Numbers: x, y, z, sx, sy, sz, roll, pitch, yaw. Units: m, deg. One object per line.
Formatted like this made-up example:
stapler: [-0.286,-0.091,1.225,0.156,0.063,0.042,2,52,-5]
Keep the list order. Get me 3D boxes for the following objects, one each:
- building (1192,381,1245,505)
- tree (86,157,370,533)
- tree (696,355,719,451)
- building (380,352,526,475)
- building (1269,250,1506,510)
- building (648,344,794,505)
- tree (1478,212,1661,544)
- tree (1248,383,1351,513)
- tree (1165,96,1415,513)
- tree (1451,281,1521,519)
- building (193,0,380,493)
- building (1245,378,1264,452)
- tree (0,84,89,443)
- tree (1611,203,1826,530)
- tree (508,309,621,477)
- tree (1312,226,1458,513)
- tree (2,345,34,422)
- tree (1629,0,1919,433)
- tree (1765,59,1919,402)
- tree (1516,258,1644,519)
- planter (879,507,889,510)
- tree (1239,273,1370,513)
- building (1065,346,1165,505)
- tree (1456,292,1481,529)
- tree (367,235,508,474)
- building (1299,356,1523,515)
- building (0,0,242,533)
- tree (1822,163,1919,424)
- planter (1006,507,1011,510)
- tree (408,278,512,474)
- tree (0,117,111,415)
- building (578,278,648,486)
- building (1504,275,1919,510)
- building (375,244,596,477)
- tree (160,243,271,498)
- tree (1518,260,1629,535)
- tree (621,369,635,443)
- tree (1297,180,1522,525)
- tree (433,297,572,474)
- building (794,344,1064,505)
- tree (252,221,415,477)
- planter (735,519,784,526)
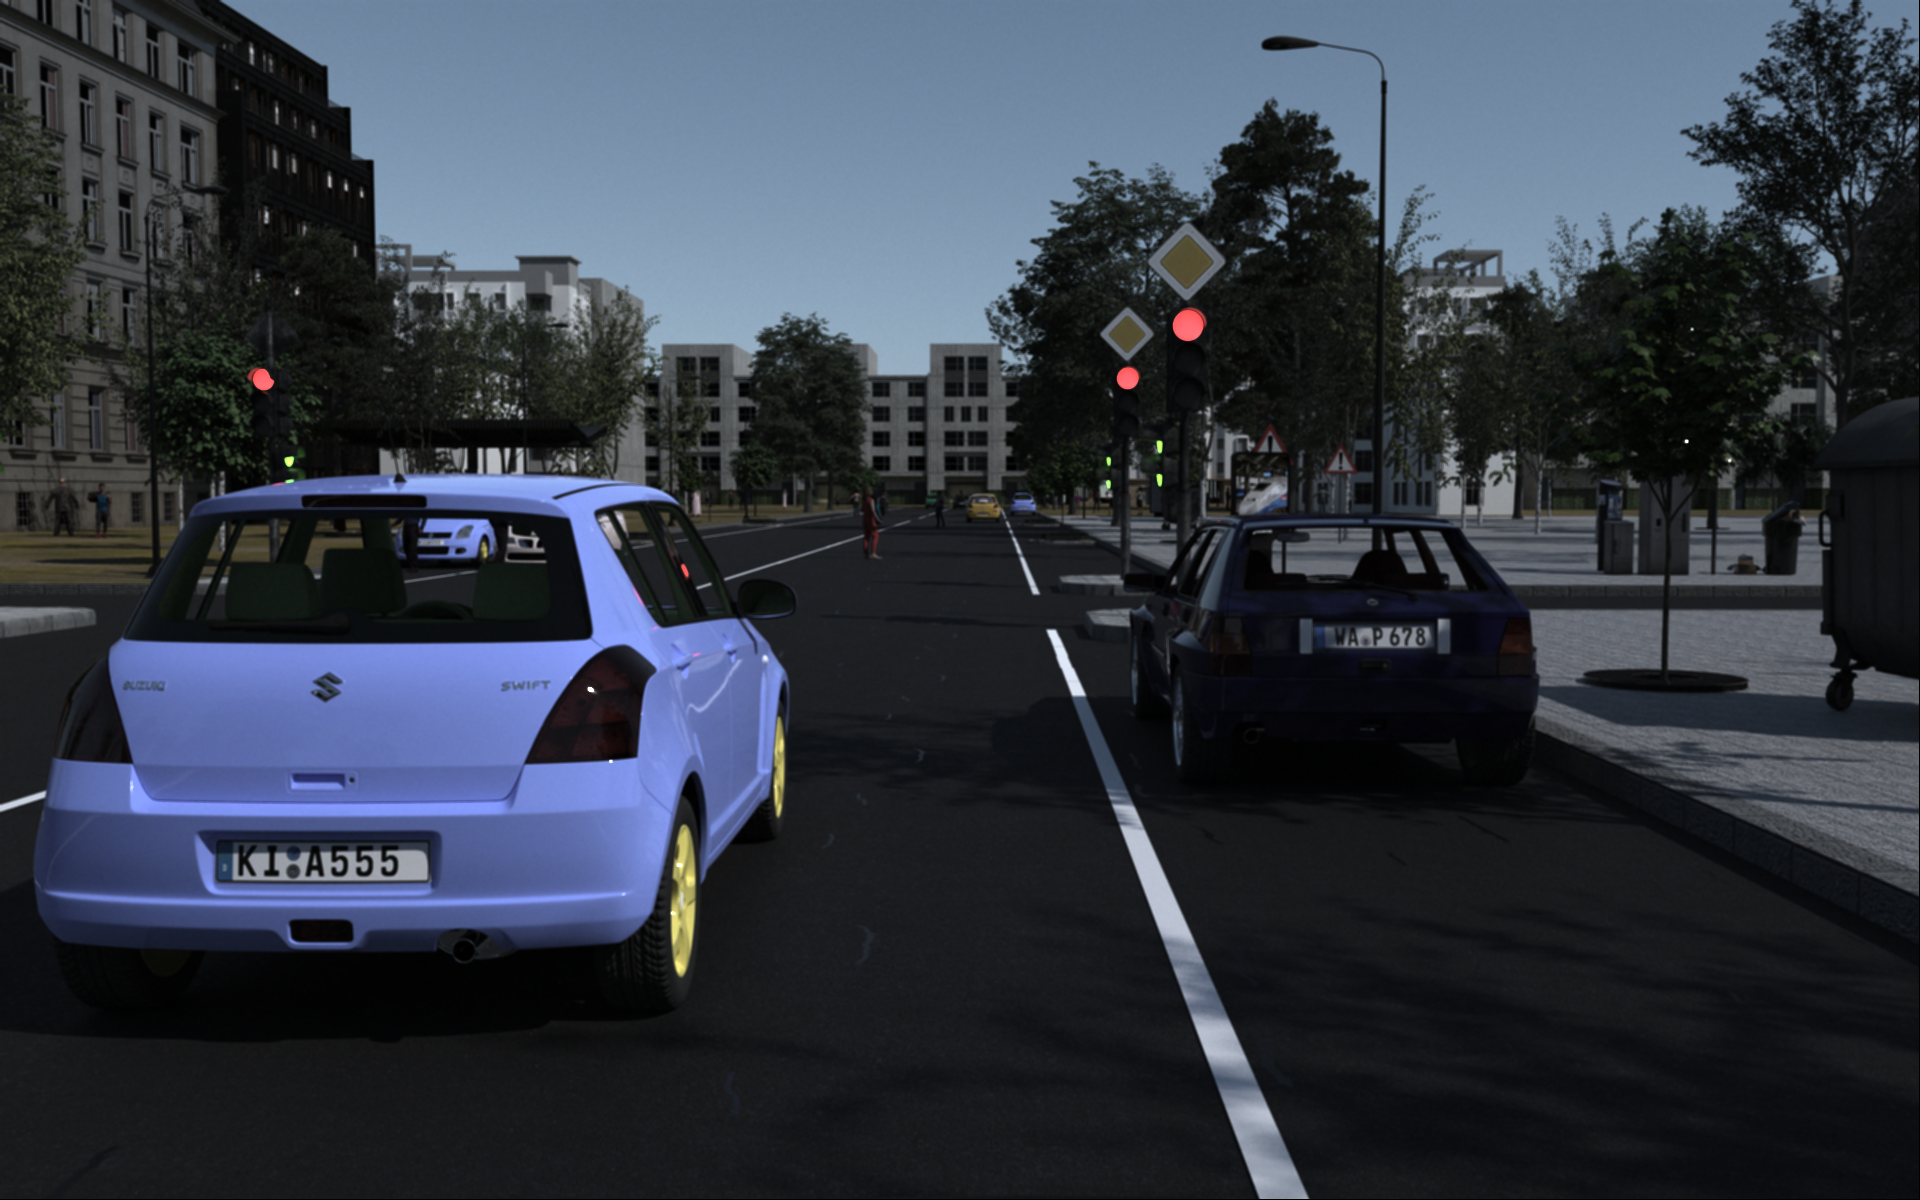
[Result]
building: [30.013,-21.723,211.588,11.380,20.091,16.016,0,4,1]
tree: [-16.480,-5.416,38.915,4.360,8.622,3.978,0,3,0]
tree: [-14.628,-8.605,91.052,4.737,8.622,4.395,0,3,0]
building: [-33.666,-10.646,116.204,9.099,9.664,28.070,0,4,1]
building: [33.948,-17.274,138.847,16.016,20.091,11.380,0,4,1]
building: [-34.921,-21.187,212.872,31.486,18.905,16.747,0,4,1]
tree: [16.319,-5.766,44.644,4.360,8.622,3.978,0,3,0]
tree: [19.387,-10.334,94.712,9.928,11.665,9.643,0,3,0]
tree: [10.805,-9.046,55.331,7.806,13.903,7.818,0,3,0]
tree: [28.568,-10.167,88.287,6.751,12.117,7.091,0,3,0]
building: [-36.743,-15.466,82.545,12.332,23.373,15.834,0,4,1]
building: [33.903,-17.995,150.630,16.016,20.091,11.380,0,4,1]
tree: [-24.652,-7.527,41.201,7.486,12.596,7.792,0,3,0]
tree: [27.179,-8.371,62.629,9.928,11.665,9.643,0,3,0]
tree: [-16.462,-7.300,69.715,4.360,8.622,3.978,0,3,0]
tree: [10.538,-5.960,47.811,4.360,8.622,3.978,0,3,0]
tree: [-28.821,-6.086,49.865,4.360,8.622,3.978,0,3,0]
tree: [16.199,-5.977,32.140,7.601,10.594,8.767,1,4,9]
tree: [25.848,-8.077,42.427,12.009,13.543,11.850,0,3,0]
tree: [30.258,-9.638,79.634,6.751,12.117,7.091,0,3,0]
planter: [-7.391,-8.178,154.853,1.991,0.319,1.994,0,4,1]
tree: [16.489,-9.758,81.599,6.751,12.117,7.091,0,3,0]
building: [18.626,-21.711,211.394,11.380,20.091,16.016,0,4,1]
tree: [18.847,-6.934,63.734,4.360,8.622,3.978,0,3,0]
tree: [-15.581,-6.038,49.079,4.360,8.622,3.978,0,3,0]
building: [30.268,-10.850,119.549,9.099,9.664,28.070,0,4,1]
building: [-39.028,-13.848,59.696,16.112,22.955,30.059,0,4,1]
tree: [30.190,-8.051,53.692,6.751,12.117,7.091,0,3,0]
planter: [5.139,-8.195,155.120,1.991,0.319,1.994,0,4,1]
tree: [-17.284,-6.694,59.813,4.737,8.622,4.395,0,3,0]
tree: [-18.500,-5.048,32.892,4.737,8.622,4.395,0,3,0]
building: [-44.811,-17.387,150.737,31.486,18.905,16.747,0,4,1]
building: [62.869,-17.256,148.598,31.486,18.905,16.747,0,4,1]
building: [-37.385,-17.079,135.653,16.016,20.091,11.380,0,4,1]
tree: [-21.904,-6.094,50.007,4.737,8.622,4.395,0,3,0]
tree: [18.212,-6.391,54.856,4.737,8.622,4.395,0,3,0]
tree: [-16.682,-7.759,77.224,4.360,8.622,3.978,0,3,0]
tree: [10.229,-5.559,41.246,4.737,8.622,4.395,0,3,0]
tree: [-24.215,-10.188,92.329,9.928,11.665,9.643,0,3,0]
building: [-3.343,-21.143,212.143,31.486,18.905,16.747,0,4,1]
tree: [-25.091,-9.013,69.410,6.751,12.117,7.091,0,3,0]
planter: [-8.960,-3.460,77.713,1.991,0.319,1.994,0,4,1]
